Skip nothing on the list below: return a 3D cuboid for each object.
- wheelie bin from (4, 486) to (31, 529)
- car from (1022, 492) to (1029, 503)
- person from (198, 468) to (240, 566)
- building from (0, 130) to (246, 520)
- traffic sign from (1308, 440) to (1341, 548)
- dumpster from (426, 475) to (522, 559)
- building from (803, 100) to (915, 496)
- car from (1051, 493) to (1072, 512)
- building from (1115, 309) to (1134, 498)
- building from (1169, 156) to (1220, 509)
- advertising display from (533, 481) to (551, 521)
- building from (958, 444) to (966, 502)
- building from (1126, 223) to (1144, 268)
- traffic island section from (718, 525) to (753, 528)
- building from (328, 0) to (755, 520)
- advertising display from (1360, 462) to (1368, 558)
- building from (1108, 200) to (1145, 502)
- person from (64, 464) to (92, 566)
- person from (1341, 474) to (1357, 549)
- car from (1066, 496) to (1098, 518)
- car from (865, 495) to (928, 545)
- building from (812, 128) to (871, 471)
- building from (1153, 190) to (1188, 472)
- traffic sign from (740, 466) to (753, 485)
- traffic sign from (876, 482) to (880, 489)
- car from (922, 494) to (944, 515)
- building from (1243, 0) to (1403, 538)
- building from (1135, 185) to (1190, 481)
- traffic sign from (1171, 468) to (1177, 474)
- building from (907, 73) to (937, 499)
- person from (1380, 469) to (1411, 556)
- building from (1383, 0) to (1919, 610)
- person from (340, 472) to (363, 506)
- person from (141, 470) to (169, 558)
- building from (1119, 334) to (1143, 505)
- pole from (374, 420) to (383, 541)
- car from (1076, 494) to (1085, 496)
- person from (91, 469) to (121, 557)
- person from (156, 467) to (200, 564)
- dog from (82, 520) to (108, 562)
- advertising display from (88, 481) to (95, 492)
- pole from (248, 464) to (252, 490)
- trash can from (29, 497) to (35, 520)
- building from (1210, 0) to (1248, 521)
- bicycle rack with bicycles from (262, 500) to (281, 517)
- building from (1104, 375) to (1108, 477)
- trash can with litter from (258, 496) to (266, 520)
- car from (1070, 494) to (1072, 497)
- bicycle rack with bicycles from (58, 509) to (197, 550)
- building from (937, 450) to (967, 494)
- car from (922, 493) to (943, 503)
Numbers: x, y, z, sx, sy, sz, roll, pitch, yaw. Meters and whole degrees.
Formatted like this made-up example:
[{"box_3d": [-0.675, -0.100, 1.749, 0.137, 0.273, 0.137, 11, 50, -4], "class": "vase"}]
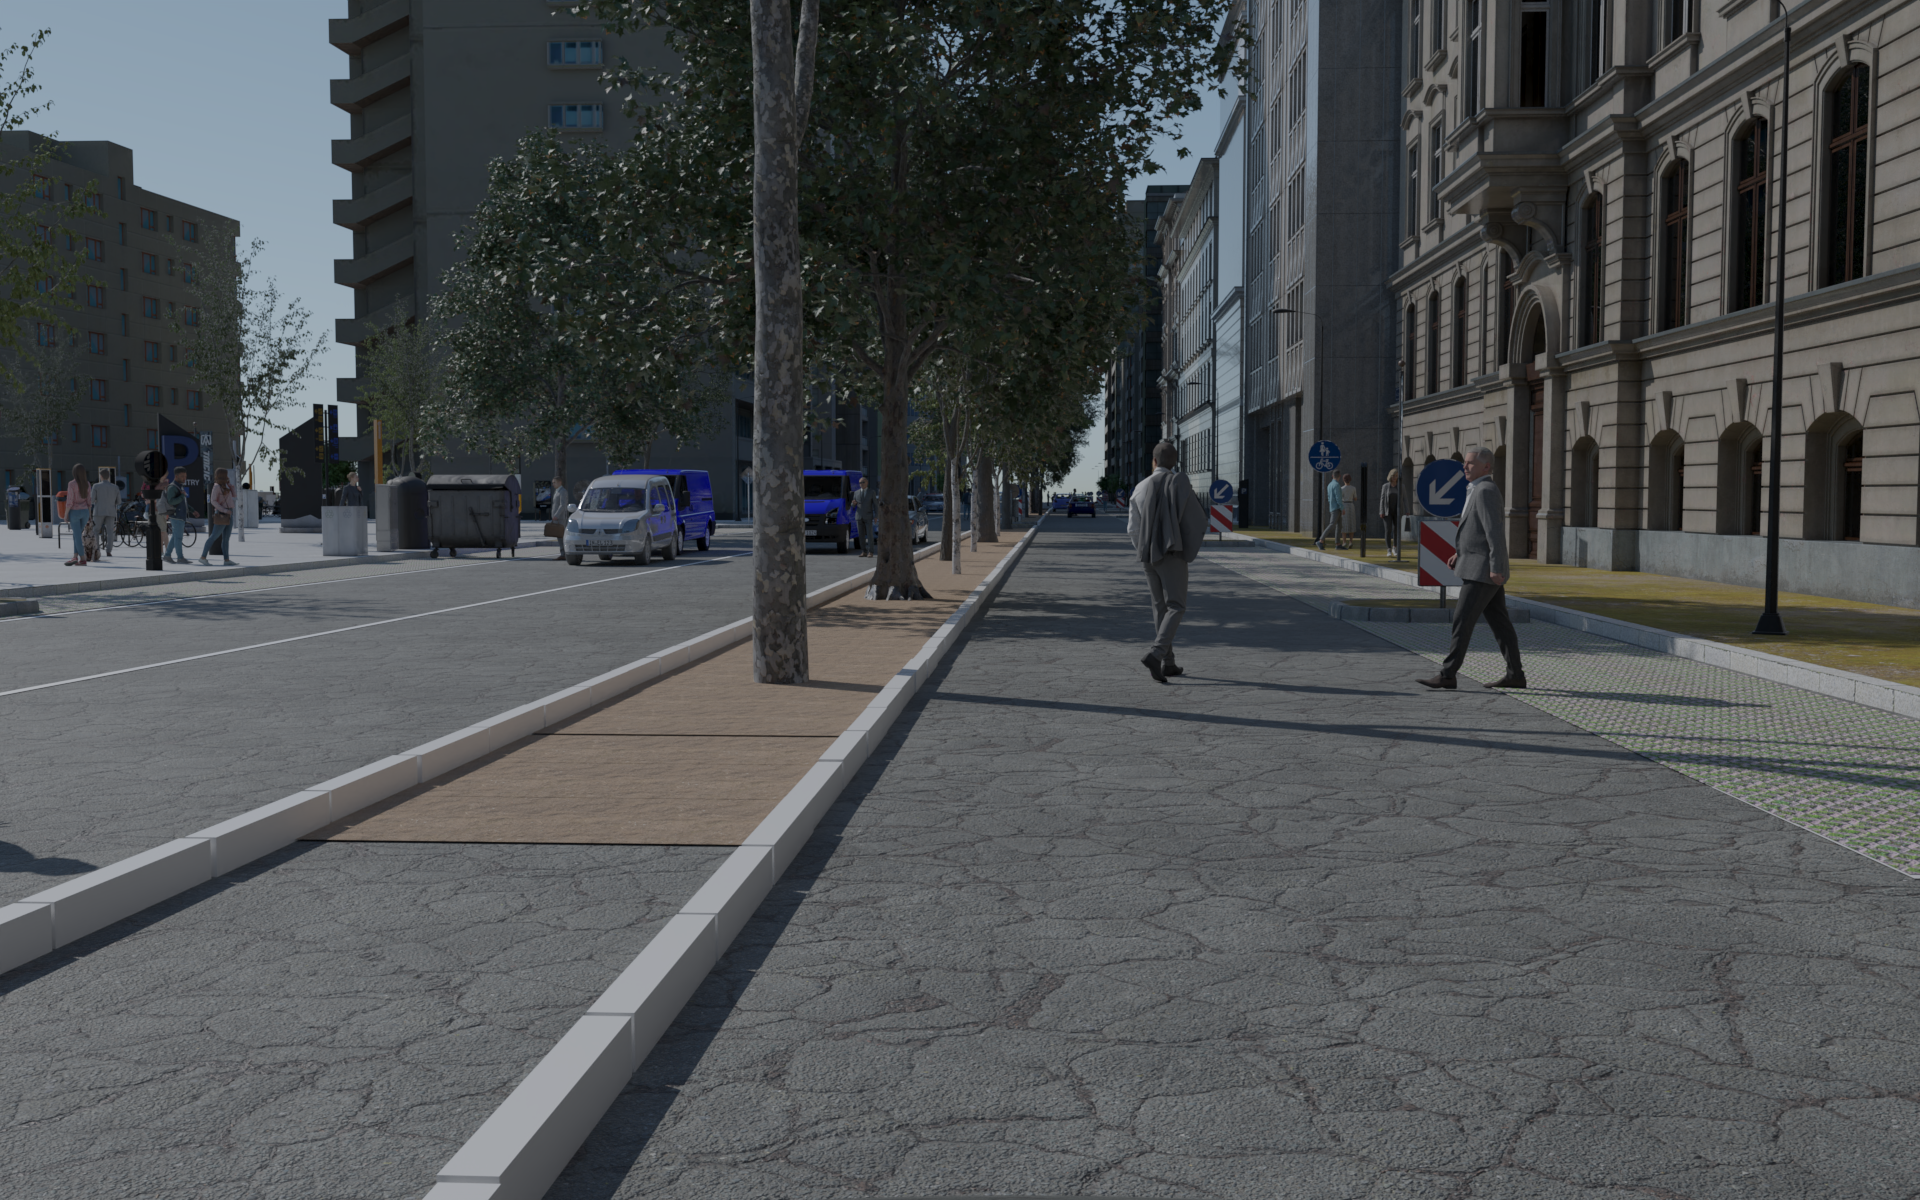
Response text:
[{"box_3d": [-34.745, -3.422, 63.859, 0.980, 1.594, 0.693, 1, 4, 9], "class": "wheelie bin"}, {"box_3d": [10.313, -15.712, 265.555, 2.281, 1.827, 5.304, 0, 4, 2], "class": "car"}, {"box_3d": [-13.307, -1.494, 31.059, 0.643, 1.750, 0.593, 0, 4, -5], "class": "person"}, {"box_3d": [-60.735, -15.410, 96.991, 28.899, 21.520, 27.650, 0, 4, 3], "class": "building"}, {"box_3d": [8.610, -2.499, 40.972, 0.768, 2.556, 0.104, 1, 4, 11], "class": "traffic sign"}, {"box_3d": [-10.837, -1.861, 38.640, 1.865, 1.857, 1.264, 0, 4, 4], "class": "dumpster"}, {"box_3d": [-15.615, -46.030, 190.849, 20.563, 71.187, 20.611, 0, 4, 3], "class": "building"}, {"box_3d": [8.362, -7.998, 140.354, 1.945, 1.707, 3.694, 0, 4, 2], "class": "car"}, {"box_3d": [29.248, -29.157, 248.416, 14.160, 30.474, 14.107, 0, 4, 3], "class": "building"}, {"box_3d": [22.870, -17.244, 115.225, 16.112, 22.955, 30.059, 0, 4, 3], "class": "building"}, {"box_3d": [-19.924, -4.737, 82.662, 0.123, 1.923, 0.974, 3, 4, 36], "class": "advertising display"}, {"box_3d": [-6.334, -38.737, 283.466, 14.600, 45.320, 14.200, 0, 4, 3], "class": "building"}, {"box_3d": [31.384, -35.388, 262.189, 14.154, 41.232, 14.086, 0, 4, 3], "class": "building"}, {"box_3d": [-8.946, -3.107, 73.088, 2.009, 0.180, 2.903, 0, 4, 3], "class": "traffic island section"}, {"box_3d": [-21.113, -28.783, 94.304, 21.300, 48.544, 21.600, 0, 4, 3], "class": "building"}, {"box_3d": [8.234, -1.841, 35.317, 0.123, 1.923, 0.974, 1, 4, 14], "class": "advertising display"}, {"box_3d": [35.456, -40.114, 279.565, 21.300, 48.544, 21.600, 0, 4, 3], "class": "building"}, {"box_3d": [-15.728, -1.521, 30.919, 0.388, 1.821, 0.555, 1, 4, 11], "class": "person"}, {"box_3d": [9.039, -2.075, 40.540, 0.480, 1.755, 0.524, -1, 4, -16], "class": "person"}, {"box_3d": [7.439, -5.702, 105.808, 1.945, 1.354, 3.894, 0, 4, 5], "class": "car"}, {"box_3d": [-1.943, -2.356, 50.516, 2.014, 1.417, 4.499, 0, 4, 5], "class": "car"}, {"box_3d": [-14.279, -28.439, 148.570, 14.154, 41.232, 14.086, 0, 4, 3], "class": "building"}, {"box_3d": [23.322, -21.693, 142.073, 14.401, 28.519, 23.554, 0, 4, 3], "class": "building"}, {"box_3d": [-8.922, -4.332, 73.019, 0.795, 2.593, 0.064, 0, 4, 3], "class": "traffic sign"}, {"box_3d": [-6.507, -8.498, 141.064, 0.606, 2.300, 0.079, 0, 4, 4], "class": "traffic sign"}, {"box_3d": [-1.696, -6.553, 119.138, 2.014, 1.417, 4.499, 0, 4, 3], "class": "car"}, {"box_3d": [16.904, -14.770, 59.514, 12.078, 24.808, 19.932, 0, 4, 3], "class": "building"}, {"box_3d": [24.287, -23.985, 163.854, 14.160, 30.474, 14.107, 0, 4, 3], "class": "building"}, {"box_3d": [8.740, -4.267, 71.953, 0.795, 2.593, 0.064, 0, 4, 3], "class": "traffic sign"}, {"box_3d": [-14.411, -41.235, 216.184, 21.231, 58.520, 28.212, 0, 4, 3], "class": "building"}, {"box_3d": [9.048, -1.812, 35.848, 0.709, 1.800, 0.728, 1, 4, 13], "class": "person"}, {"box_3d": [16.599, -13.035, 32.211, 14.460, 24.649, 34.723, 0, 4, 3], "class": "building"}, {"box_3d": [-13.750, -1.995, 39.085, 0.534, 1.772, 0.576, 0, 4, 5], "class": "person"}, {"box_3d": [-16.060, -1.752, 34.663, 0.580, 1.828, 0.573, 0, 4, -3], "class": "person"}, {"box_3d": [34.153, -22.610, 214.708, 27.650, 21.520, 28.899, 0, 4, 3], "class": "building"}, {"box_3d": [-15.999, -3.293, 47.682, 0.158, 3.312, 0.155, 0, 3, 0], "class": "pole"}, {"box_3d": [13.750, -11.729, 200.560, 1.959, 1.807, 4.718, 0, 4, 5], "class": "car"}, {"box_3d": [-17.653, -1.801, 35.689, 0.583, 1.804, 0.606, 3, 5, 41], "class": "person"}, {"box_3d": [-14.311, -1.548, 31.697, 0.721, 1.781, 0.623, -2, 4, -24], "class": "person"}, {"box_3d": [-16.408, -1.133, 32.900, 0.513, 0.831, 0.800, 1, 4, 22], "class": "dog"}, {"box_3d": [-43.968, -5.026, 87.395, 0.974, 1.923, 0.123, -1, 4, -22], "class": "advertising display"}, {"box_3d": [-47.599, -7.484, 116.200, 0.158, 3.312, 0.155, 0, 3, 0], "class": "pole"}, {"box_3d": [-45.498, -4.461, 84.586, 0.748, 1.137, 0.748, 0, 3, 0], "class": "trash can"}, {"box_3d": [23.111, -18.374, 86.319, 20.117, 28.700, 13.634, 0, 4, 3], "class": "building"}, {"box_3d": [-38.054, -5.040, 95.793, 2.925, 0.926, 2.852, 0, 4, -3], "class": "bicycle rack with bicycles"}, {"box_3d": [36.185, -41.474, 301.800, 21.300, 48.544, 21.600, 0, 4, 3], "class": "building"}, {"box_3d": [-34.955, -4.555, 85.862, 0.624, 1.170, 1.055, 1, 4, 14], "class": "trash can with litter"}, {"box_3d": [13.252, -12.641, 216.274, 1.945, 1.707, 3.694, 0, 4, 2], "class": "car"}, {"box_3d": [-20.044, -1.702, 41.208, 2.925, 0.926, 2.852, 2, 4, 33], "class": "bicycle rack with bicycles"}, {"box_3d": [-9.992, -41.455, 301.482, 21.300, 48.544, 21.600, 0, 4, 3], "class": "building"}, {"box_3d": [-2.068, -8.117, 141.756, 2.155, 1.783, 4.494, 0, 4, 4], "class": "car"}]
